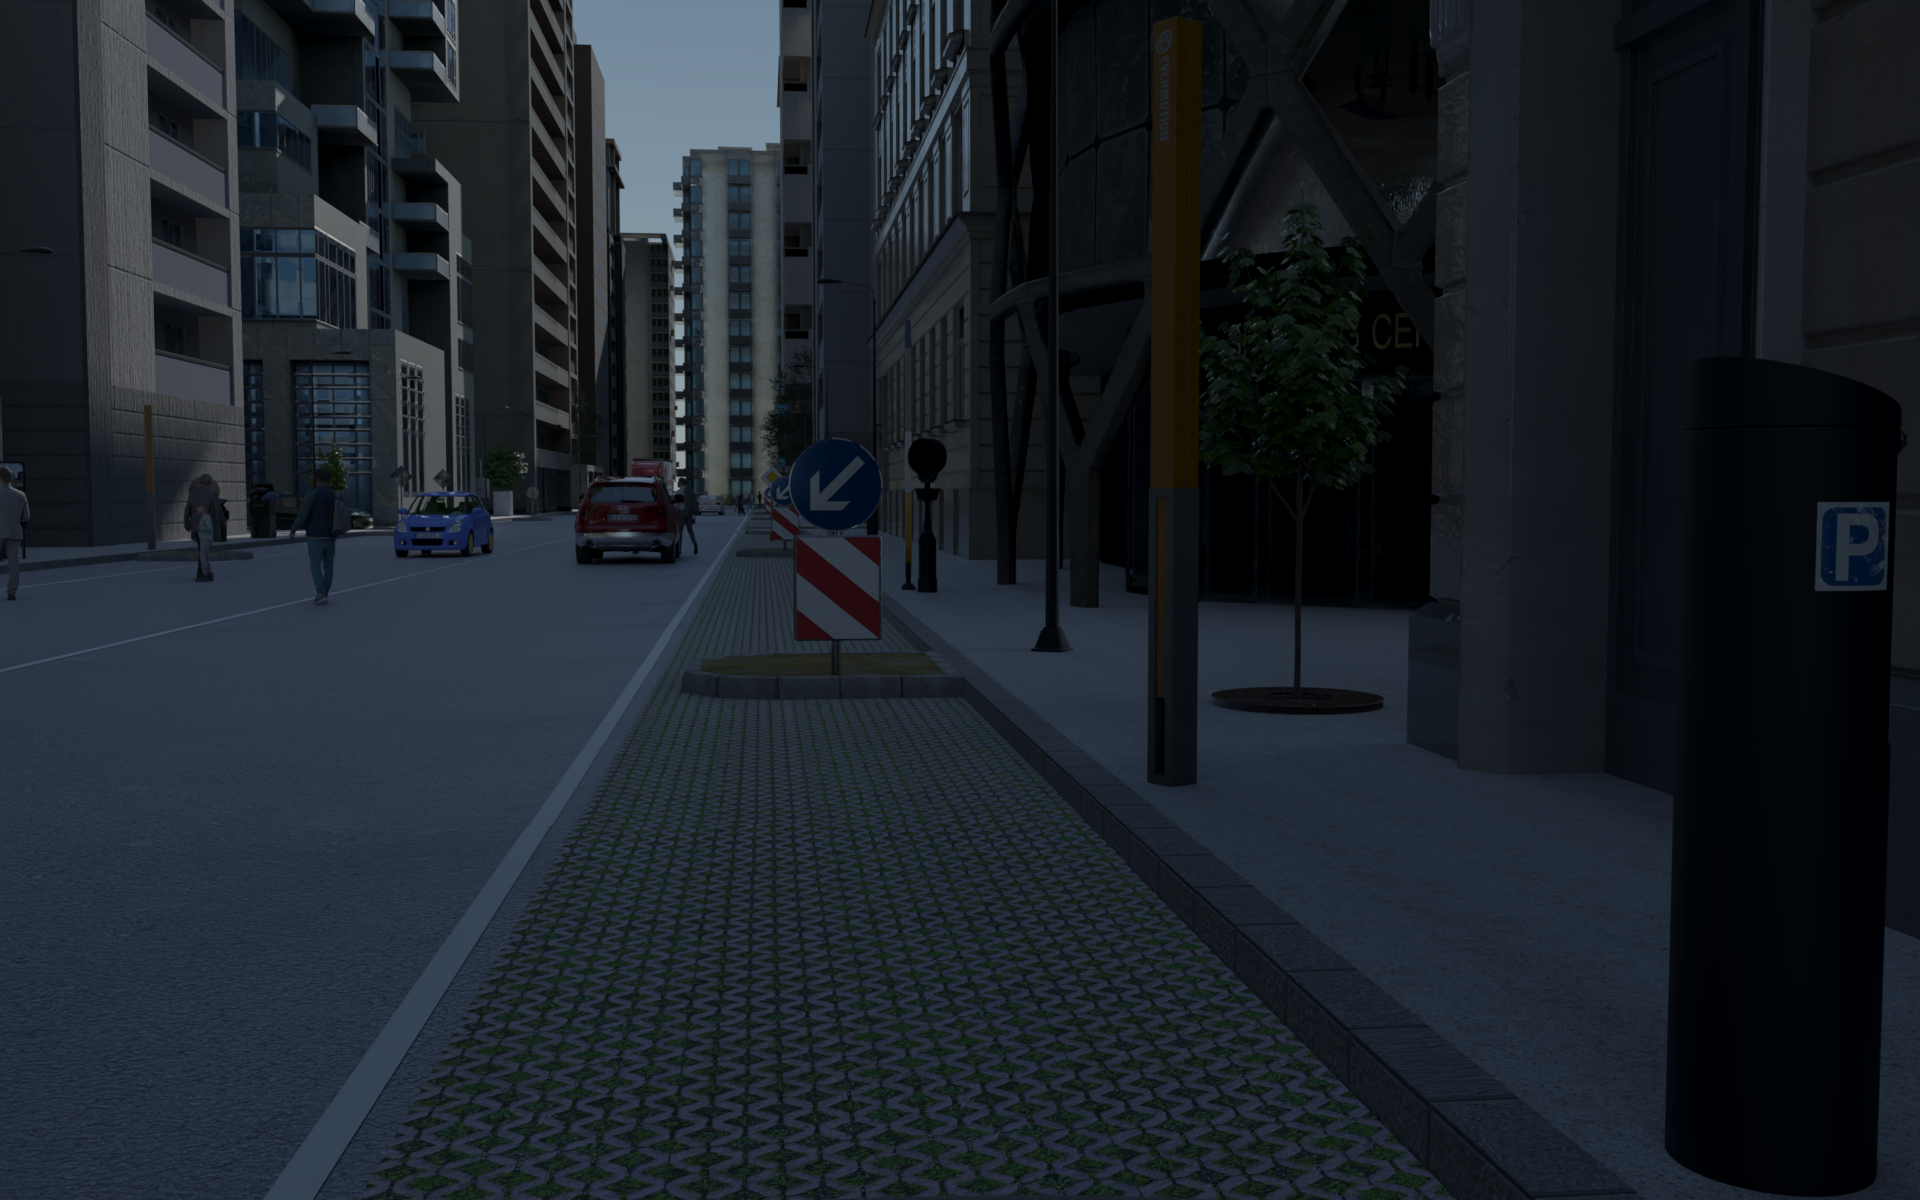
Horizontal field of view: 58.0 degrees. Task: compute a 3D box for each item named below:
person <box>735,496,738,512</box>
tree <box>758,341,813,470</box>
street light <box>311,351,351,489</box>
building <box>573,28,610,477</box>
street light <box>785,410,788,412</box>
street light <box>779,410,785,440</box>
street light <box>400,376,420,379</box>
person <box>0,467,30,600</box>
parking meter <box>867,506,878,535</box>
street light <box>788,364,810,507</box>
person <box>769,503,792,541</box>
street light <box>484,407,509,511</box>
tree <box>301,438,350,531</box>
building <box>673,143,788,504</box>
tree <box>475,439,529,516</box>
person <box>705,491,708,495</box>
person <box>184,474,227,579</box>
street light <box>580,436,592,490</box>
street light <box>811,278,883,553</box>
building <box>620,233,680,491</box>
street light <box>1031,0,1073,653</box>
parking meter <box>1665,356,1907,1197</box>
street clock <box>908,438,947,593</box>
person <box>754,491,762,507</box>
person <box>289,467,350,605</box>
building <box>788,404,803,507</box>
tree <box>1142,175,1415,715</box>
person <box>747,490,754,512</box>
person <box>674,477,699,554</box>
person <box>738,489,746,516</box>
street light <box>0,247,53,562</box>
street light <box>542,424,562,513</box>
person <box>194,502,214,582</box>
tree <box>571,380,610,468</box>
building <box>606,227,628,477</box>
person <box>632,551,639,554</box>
[{"bbox_3d":[-17.712,-7.636,137.616,0.475,1.303,0.640,2,4,28],"label":"person"},{"bbox_3d":[-9.155,-10.531,106.590,7.601,10.594,8.767,-3,5,-42],"label":"tree"},{"bbox_3d":[-20.421,-5.117,56.212,1.470,5.913,1.316,0,4,-7],"label":"street light"},{"bbox_3d":[-42.218,-31.781,169.730,14.600,45.320,14.200,0,4,-7],"label":"building"},{"bbox_3d":[-6.460,-6.110,72.439,1.470,5.913,1.316,0,4,-7],"label":"street light"},{"bbox_3d":[-9.131,-7.549,95.962,1.470,5.913,1.316,0,4,-7],"label":"street light"},{"bbox_3d":[-21.900,-5.847,68.144,1.470,5.913,1.316,0,4,-7],"label":"street light"},{"bbox_3d":[-12.956,-0.900,23.413,0.583,1.804,0.606,2,4,31],"label":"person"},{"bbox_3d":[-2.375,-2.522,46.938,0.255,1.863,0.399,1,4,9],"label":"parking meter"},{"bbox_3d":[-5.301,-5.475,62.056,1.470,5.913,1.316,0,4,-7],"label":"street light"},{"bbox_3d":[-5.351,-2.662,52.124,0.778,1.811,0.616,-3,5,-40],"label":"person"},{"bbox_3d":[-24.646,-7.305,91.985,1.470,5.913,1.316,0,4,-7],"label":"street light"},{"bbox_3d":[-21.568,-3.984,59.743,1.663,3.219,1.824,0,3,0],"label":"tree"},{"bbox_3d":[-23.816,-37.890,239.115,30.456,49.044,23.786,0,4,-7],"label":"building"},{"bbox_3d":[-27.474,-7.361,104.058,4.285,4.588,4.351,0,3,0],"label":"tree"},{"bbox_3d":[-28.237,-11.273,193.369,0.434,1.755,0.990,-2,4,-28],"label":"person"},{"bbox_3d":[-12.839,-1.262,29.531,0.661,1.777,0.834,0,4,1],"label":"person"},{"bbox_3d":[-30.007,-10.202,139.345,1.470,5.913,1.316,0,4,-7],"label":"street light"},{"bbox_3d":[-2.388,-3.972,37.485,1.470,5.913,1.316,0,4,-7],"label":"street light"},{"bbox_3d":[-51.679,-33.544,240.332,23.993,40.220,32.217,0,4,-7],"label":"building"},{"bbox_3d":[0.217,-2.533,13.954,1.470,5.913,1.316,0,4,-7],"label":"street light"},{"bbox_3d":[1.560,0.313,3.296,0.372,1.533,0.369,0,3,0],"label":"parking meter"},{"bbox_3d":[-0.424,-1.100,22.549,0.471,2.002,0.358,2,4,33],"label":"street clock"},{"bbox_3d":[-22.186,-11.107,190.622,0.750,1.759,0.617,-2,4,-31],"label":"person"},{"bbox_3d":[-8.331,-0.843,22.636,0.721,1.781,0.623,2,4,31],"label":"person"},{"bbox_3d":[-5.873,-33.254,167.402,21.300,48.544,21.600,0,4,-7],"label":"building"},{"bbox_3d":[2.164,-0.976,10.561,1.663,3.219,1.824,0,3,0],"label":"tree"},{"bbox_3d":[-16.860,-7.971,139.666,0.563,1.720,0.643,-3,4,-36],"label":"person"},{"bbox_3d":[-6.555,-2.011,41.487,0.679,1.850,0.850,-3,5,-44],"label":"person"},{"bbox_3d":[-14.605,-6.521,115.544,0.576,1.772,0.534,2,4,32],"label":"person"},{"bbox_3d":[-17.773,-3.679,32.686,1.470,5.913,1.316,0,4,-7],"label":"street light"},{"bbox_3d":[-27.232,-8.745,115.518,1.470,5.913,1.316,0,4,-7],"label":"street light"},{"bbox_3d":[-12.362,-0.950,28.313,0.425,1.301,0.394,3,5,39],"label":"person"},{"bbox_3d":[-30.834,-12.079,131.901,8.767,10.594,7.601,0,4,-8],"label":"tree"},{"bbox_3d":[-43.214,-25.266,184.795,14.160,30.474,14.107,0,4,-7],"label":"building"},{"bbox_3d":[-7.868,-2.033,41.868,0.709,1.813,0.853,-3,4,-37],"label":"person"}]
